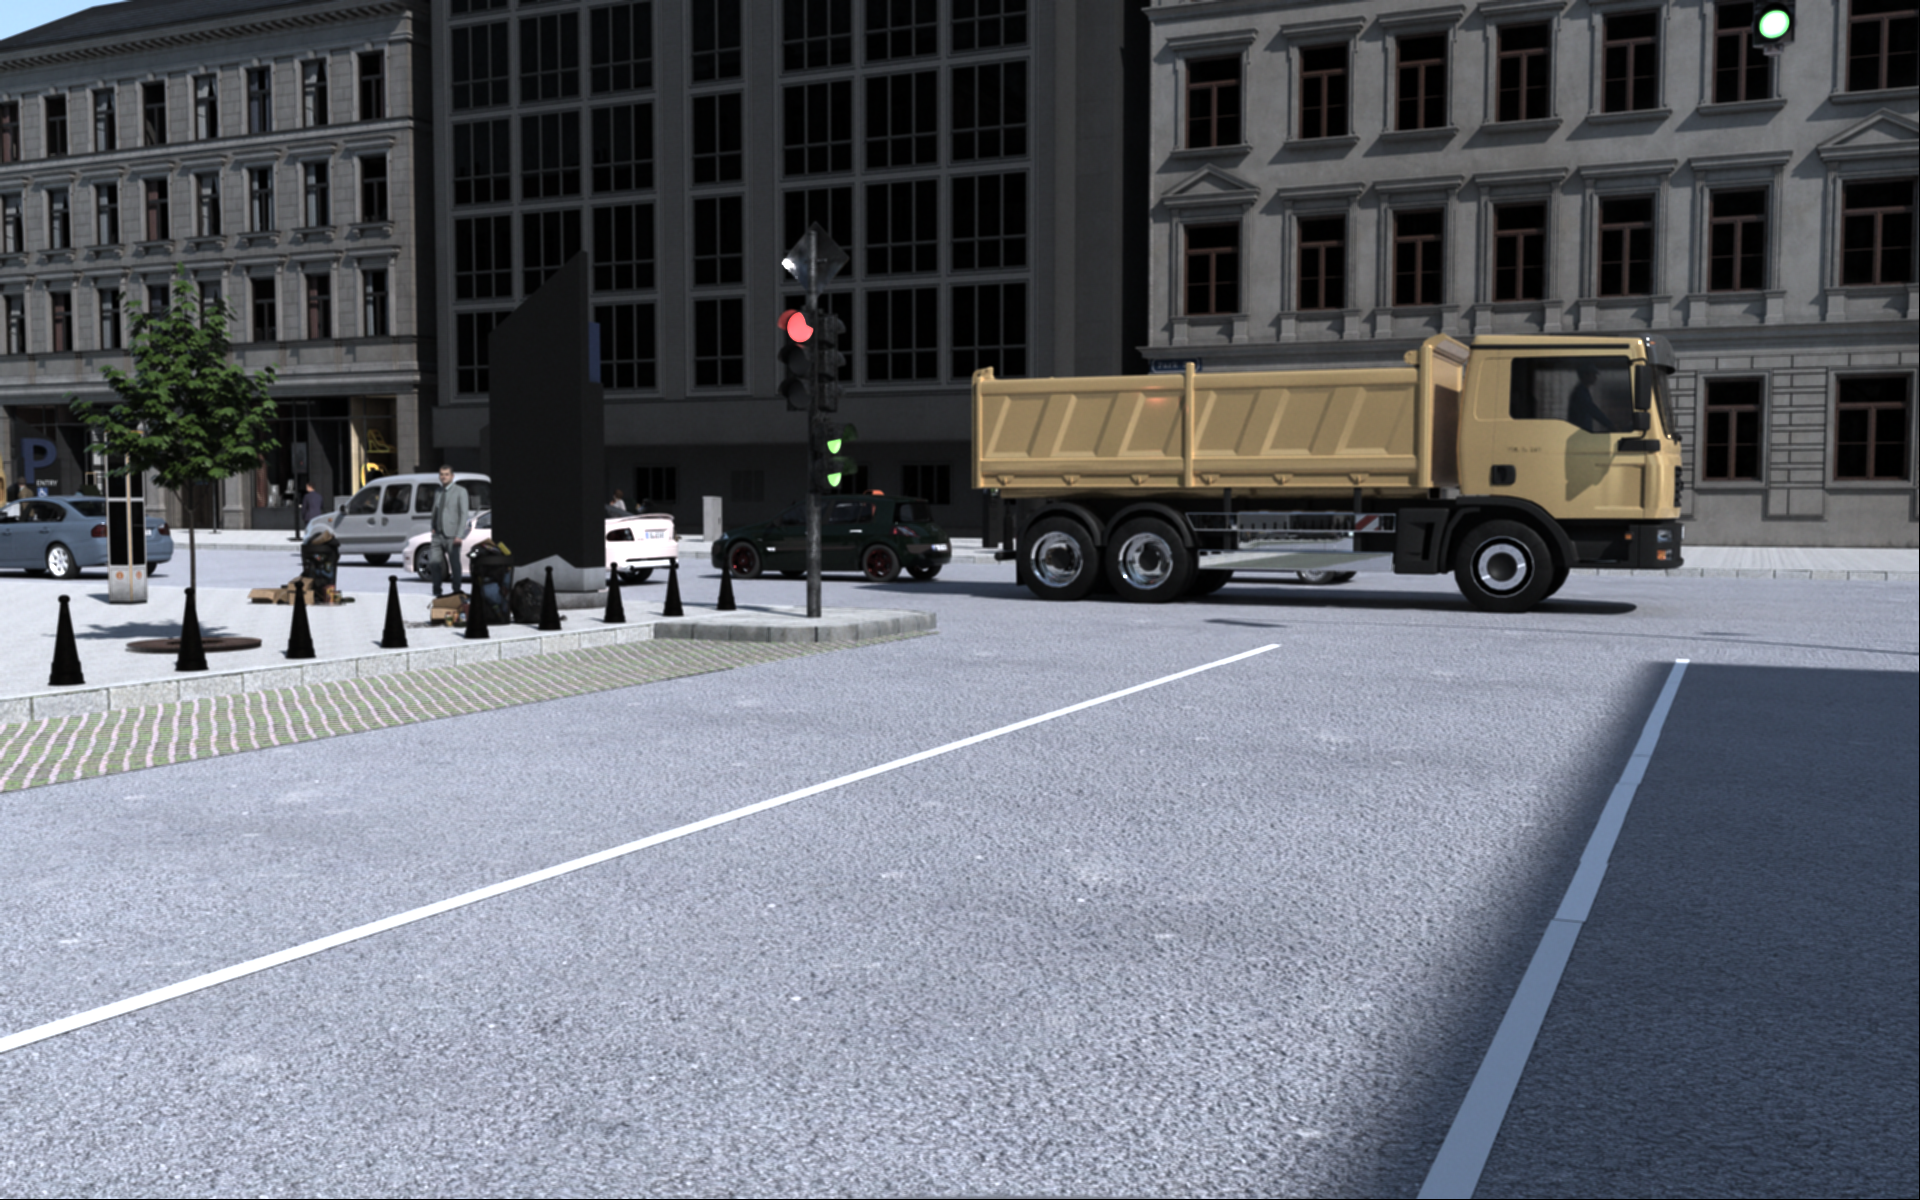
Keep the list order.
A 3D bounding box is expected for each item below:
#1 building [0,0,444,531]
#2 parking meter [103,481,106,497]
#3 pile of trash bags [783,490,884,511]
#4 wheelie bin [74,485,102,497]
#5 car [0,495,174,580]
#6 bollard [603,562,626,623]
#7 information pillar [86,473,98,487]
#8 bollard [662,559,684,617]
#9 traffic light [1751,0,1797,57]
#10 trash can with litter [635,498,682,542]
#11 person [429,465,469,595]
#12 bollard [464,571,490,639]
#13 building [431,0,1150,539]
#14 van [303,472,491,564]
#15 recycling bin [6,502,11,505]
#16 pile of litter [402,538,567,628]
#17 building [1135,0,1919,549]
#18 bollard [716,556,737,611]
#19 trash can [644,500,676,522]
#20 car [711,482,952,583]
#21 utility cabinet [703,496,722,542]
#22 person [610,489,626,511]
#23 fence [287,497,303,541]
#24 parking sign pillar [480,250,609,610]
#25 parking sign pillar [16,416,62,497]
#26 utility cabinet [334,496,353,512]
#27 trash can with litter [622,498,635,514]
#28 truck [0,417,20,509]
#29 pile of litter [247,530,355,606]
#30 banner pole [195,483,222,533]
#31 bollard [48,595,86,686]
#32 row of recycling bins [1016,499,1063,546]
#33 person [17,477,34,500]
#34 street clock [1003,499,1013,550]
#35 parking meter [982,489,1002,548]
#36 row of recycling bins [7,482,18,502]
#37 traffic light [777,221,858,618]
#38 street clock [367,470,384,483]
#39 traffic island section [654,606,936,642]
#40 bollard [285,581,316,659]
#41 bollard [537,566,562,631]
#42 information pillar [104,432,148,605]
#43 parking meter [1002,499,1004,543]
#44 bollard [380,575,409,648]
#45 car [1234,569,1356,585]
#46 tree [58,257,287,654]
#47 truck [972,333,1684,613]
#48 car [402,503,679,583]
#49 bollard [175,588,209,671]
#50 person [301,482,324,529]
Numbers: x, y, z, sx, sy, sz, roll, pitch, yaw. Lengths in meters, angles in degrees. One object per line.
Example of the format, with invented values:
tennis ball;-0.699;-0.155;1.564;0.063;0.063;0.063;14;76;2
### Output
building;-34.450;-13.392;69.862;40.483;20.767;10.553;2;4;25
parking meter;-27.705;-3.106;56.488;0.399;1.863;0.255;1;4;14
pile of trash bags;-2.846;-1.880;40.484;1.912;1.369;3.447;-3;5;-40
wheelie bin;-29.388;-3.087;58.380;0.693;1.594;0.980;2;4;23
car;-15.796;-1.111;30.166;4.499;1.417;2.014;2;4;26
bollard;-3.452;-0.077;17.292;0.229;0.601;0.229;0;3;0
information pillar;-29.881;-3.373;59.642;0.304;2.012;0.304;-1;4;-13
bollard;-3.020;-0.134;18.225;0.229;0.601;0.229;0;3;0
traffic light;8.569;-2.354;13.150;4.771;5.953;1.251;2;4;25
trash can with litter;-8.088;-2.163;46.746;1.055;1.170;0.624;-2;4;-30
person;-6.690;-0.857;22.606;0.635;1.810;0.391;1;4;19
bollard;-4.308;0.038;15.426;0.229;0.601;0.229;0;3;0
building;-4.272;-16.152;57.597;24.014;27.812;14.314;2;4;25
van;-11.137;-1.676;34.418;4.112;2.044;2.013;2;4;26
recycling bin;-28.404;-2.413;52.006;0.722;1.027;0.722;-2;4;-34
pile of litter;-4.761;-0.197;17.191;1.719;0.858;1.176;-1;4;-17
building;16.228;-12.962;48.092;21.152;22.565;11.583;2;4;25
bollard;-2.588;-0.191;19.164;0.229;0.601;0.229;0;3;0
trash can;-6.975;-1.753;40.308;0.748;1.137;0.748;0;3;0
car;-2.169;-1.185;29.164;4.222;1.686;2.009;2;4;26
utility cabinet;-6.705;-2.191;46.992;0.306;1.237;1.020;0;4;5
person;-6.748;-1.424;34.249;0.387;1.526;0.523;-2;4;-34
fence;-18.372;-2.251;48.014;0.480;1.192;2.264;-2;4;-23
parking sign pillar;-4.702;-1.910;19.697;1.447;3.967;1.447;2;4;24
parking sign pillar;-32.162;-4.406;60.506;1.447;3.967;1.447;3;5;41
utility cabinet;-20.012;-2.771;56.475;1.020;1.237;0.306;3;5;40
trash can with litter;-9.565;-2.366;50.067;0.624;1.170;1.055;0;4;-6
truck;-23.171;-2.403;35.219;9.791;3.379;3.469;2;4;24
pile of litter;-7.793;-0.397;20.457;1.176;0.858;1.719;-1;4;-23
banner pole;-24.535;-4.058;56.369;0.863;3.779;0.401;-3;5;-43
bollard;-6.033;0.267;11.679;0.229;0.601;0.229;0;3;0
row of recycling bins;2.487;-1.885;37.930;1.069;1.692;3.534;3;5;43
person;-22.118;-1.999;41.098;0.836;1.842;0.656;-3;5;-42
street clock;1.101;-2.137;39.512;0.471;2.002;0.358;-1;4;-21
parking meter;0.725;-2.168;41.151;0.255;1.863;0.399;-2;4;-28
row of recycling bins;-33.753;-3.321;61.412;1.069;1.692;3.534;2;4;27
traffic light;-1.505;-1.773;17.902;0.839;4.253;0.868;2;4;25
street clock;-17.624;-2.916;52.248;0.358;2.002;0.471;2;4;28
traffic island section;-1.537;0.259;18.053;2.009;0.180;2.903;2;4;25
bollard;-5.166;0.152;13.556;0.229;0.601;0.229;0;3;0
bollard;-3.879;-0.019;16.359;0.229;0.601;0.229;0;3;0
information pillar;-9.726;-0.961;20.200;0.304;2.012;0.304;1;4;10
parking meter;0.955;-2.441;45.622;0.255;1.863;0.399;-2;4;-33
bollard;-4.738;0.095;14.490;0.229;0.601;0.229;0;3;0
car;4.772;-0.972;28.474;3.894;1.354;1.945;2;4;27
tree;-6.472;-1.201;14.236;1.663;3.219;1.824;0;3;0
truck;5.077;-1.636;22.675;9.791;3.379;3.469;2;4;24
car;-6.857;-0.964;28.125;4.827;1.381;2.083;2;4;26
bollard;-5.602;0.210;12.613;0.229;0.601;0.229;0;3;0
person;-14.761;-1.840;39.504;0.541;1.710;0.530;-3;5;-42
